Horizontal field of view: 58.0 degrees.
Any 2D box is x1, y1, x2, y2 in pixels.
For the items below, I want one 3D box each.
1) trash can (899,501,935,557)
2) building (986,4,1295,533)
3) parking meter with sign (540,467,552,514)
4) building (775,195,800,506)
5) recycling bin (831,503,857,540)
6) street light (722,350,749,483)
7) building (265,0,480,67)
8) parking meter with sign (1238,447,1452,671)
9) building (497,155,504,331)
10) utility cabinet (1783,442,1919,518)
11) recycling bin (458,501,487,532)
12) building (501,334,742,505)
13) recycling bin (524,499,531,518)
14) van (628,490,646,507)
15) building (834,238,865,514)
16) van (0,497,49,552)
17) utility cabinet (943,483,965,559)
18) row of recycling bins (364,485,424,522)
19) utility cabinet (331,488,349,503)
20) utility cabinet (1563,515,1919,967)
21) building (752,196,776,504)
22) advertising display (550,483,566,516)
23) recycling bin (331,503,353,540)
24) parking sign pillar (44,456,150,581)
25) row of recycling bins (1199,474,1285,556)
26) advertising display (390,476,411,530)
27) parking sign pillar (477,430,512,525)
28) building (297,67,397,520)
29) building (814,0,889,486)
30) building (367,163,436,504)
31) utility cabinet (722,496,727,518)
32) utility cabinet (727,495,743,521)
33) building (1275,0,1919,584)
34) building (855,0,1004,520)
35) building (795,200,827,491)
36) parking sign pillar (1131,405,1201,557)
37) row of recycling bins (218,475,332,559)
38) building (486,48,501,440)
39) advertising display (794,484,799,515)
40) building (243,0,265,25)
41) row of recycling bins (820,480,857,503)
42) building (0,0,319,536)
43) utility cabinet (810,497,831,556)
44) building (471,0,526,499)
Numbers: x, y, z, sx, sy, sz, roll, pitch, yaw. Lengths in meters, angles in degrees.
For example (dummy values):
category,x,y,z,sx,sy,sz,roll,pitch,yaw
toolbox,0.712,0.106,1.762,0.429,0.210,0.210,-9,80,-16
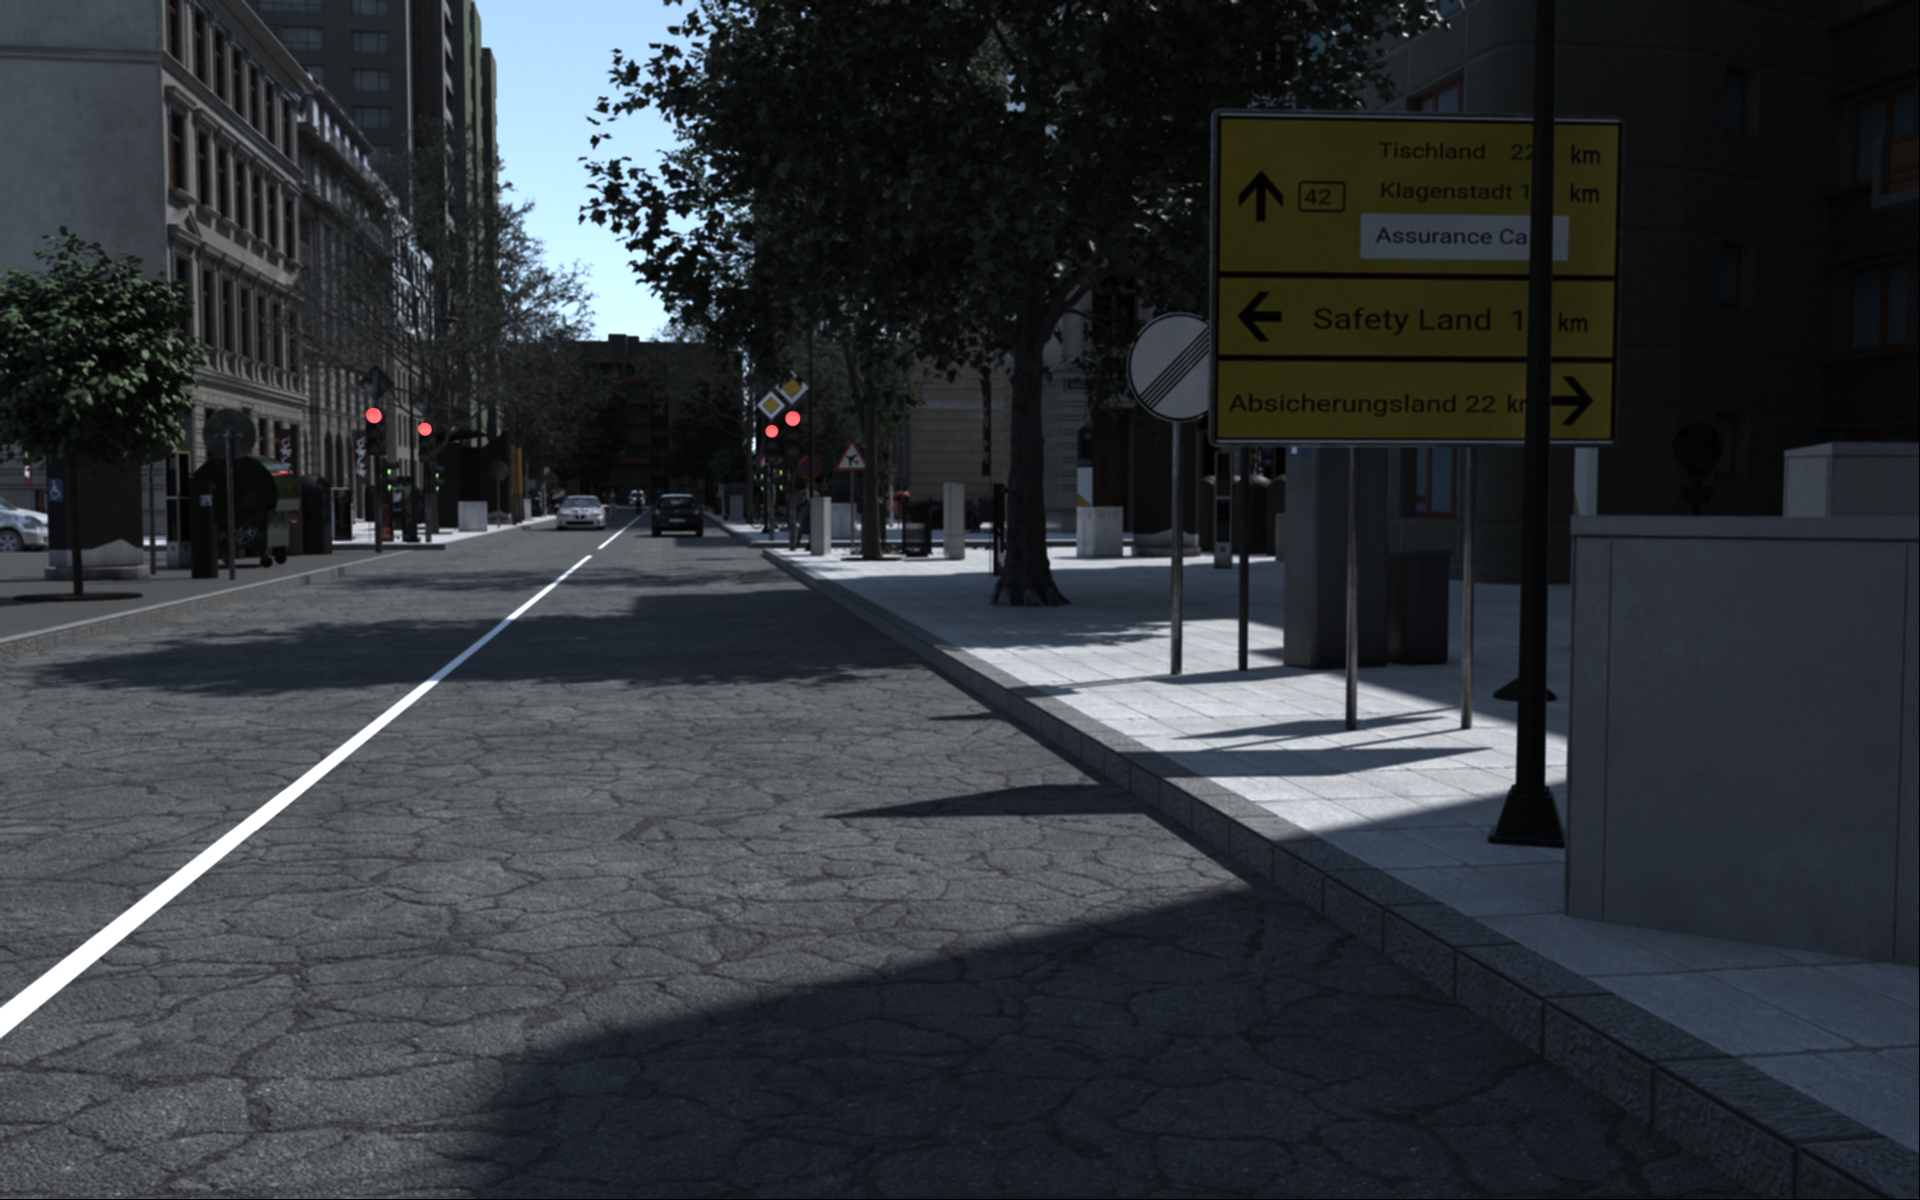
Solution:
category,x,y,z,sx,sy,sz,roll,pitch,yaw
trash can,-0.880,-1.452,35.398,0.748,1.137,0.748,0,3,0
building,12.160,-13.845,62.529,21.152,22.565,11.583,-1,4,-10
parking meter with sign,-26.772,-7.047,111.476,0.543,3.016,1.738,0,4,2
building,-7.982,-34.055,180.492,21.300,48.544,21.600,-1,4,-10
recycling bin,-3.313,-2.229,48.995,0.722,1.027,0.722,0,4,4
street light,-6.836,-5.105,56.006,1.470,5.913,1.316,-1,4,-10
building,-45.953,-27.829,138.605,14.154,41.232,14.086,-1,4,-10
parking meter with sign,2.819,-1.013,12.822,1.738,3.016,0.543,-1,4,-23
building,-72.646,-36.521,216.724,30.456,49.044,23.786,-1,4,-10
utility cabinet,4.228,0.061,7.677,1.173,1.500,0.318,-1,4,-14
recycling bin,-16.640,-2.850,59.151,0.722,1.027,0.722,3,5,41
building,-43.248,-23.190,224.193,28.899,21.520,27.650,-1,4,-10
recycling bin,-23.312,-4.866,92.113,0.722,1.027,0.722,2,4,33
van,-36.196,-11.449,194.206,2.013,2.044,4.112,-1,4,-10
building,-1.376,-18.099,113.939,12.078,24.808,19.932,-1,4,-10
van,-23.360,-2.050,40.537,4.112,2.044,2.013,0,4,-8
utility cabinet,-0.108,-1.558,34.152,0.318,1.500,1.173,0,4,-6
row of recycling bins,-26.169,-4.531,81.202,3.534,1.692,1.069,0,4,2
utility cabinet,-22.950,-3.346,63.386,1.173,1.500,0.318,-2,4,-24
utility cabinet,2.327,0.374,5.045,1.020,1.237,0.306,3,4,36
building,-14.026,-34.915,225.489,28.867,44.769,22.147,-1,4,-10
advertising display,-24.050,-6.016,103.570,0.974,1.923,0.123,-3,5,-39
recycling bin,-17.460,-2.190,48.353,0.722,1.027,0.722,1,4,16
parking sign pillar,-13.086,-2.305,26.165,1.447,3.967,1.447,2,4,28
row of recycling bins,6.184,-1.854,37.420,1.069,1.692,3.534,-2,4,-26
advertising display,-20.302,-3.512,62.641,0.974,1.923,0.123,-1,4,-8
parking sign pillar,-19.649,-5.173,73.046,1.447,3.967,1.447,0,3,0
building,-35.676,-14.773,83.340,13.314,21.916,24.055,-1,4,-10
building,-0.218,-31.867,140.631,23.786,49.044,30.456,-1,4,-10
building,-37.969,-15.227,103.709,10.420,20.320,16.860,-1,4,-10
utility cabinet,-12.068,-4.878,90.913,1.020,1.237,0.306,3,4,38
utility cabinet,-10.626,-4.353,82.330,0.306,1.237,1.020,1,4,15
building,22.097,-10.745,20.729,27.650,21.520,28.899,-1,4,-10
building,2.036,-18.851,94.124,13.634,28.700,20.117,-1,4,-10
building,-8.085,-31.334,162.423,14.600,45.320,14.200,-1,4,-10
parking sign pillar,4.264,-2.892,35.756,1.447,3.967,1.447,1,4,19
row of recycling bins,-14.300,-1.744,35.625,1.069,1.692,3.534,1,4,17
building,-48.546,-28.712,153.040,14.154,41.232,14.086,-1,4,-10
advertising display,-10.157,-6.207,106.698,0.123,1.923,0.974,1,4,19
building,-42.930,-26.982,124.750,14.154,41.232,14.086,-1,4,-10
row of recycling bins,-3.600,-2.728,51.715,1.069,1.692,3.534,-1,4,-8
building,-30.574,-13.750,60.963,11.583,22.565,21.152,-1,4,-10
utility cabinet,-2.930,-1.541,36.362,0.306,1.237,1.020,0,4,4
building,-60.080,-52.444,170.138,31.000,86.520,22.319,-1,4,-10
